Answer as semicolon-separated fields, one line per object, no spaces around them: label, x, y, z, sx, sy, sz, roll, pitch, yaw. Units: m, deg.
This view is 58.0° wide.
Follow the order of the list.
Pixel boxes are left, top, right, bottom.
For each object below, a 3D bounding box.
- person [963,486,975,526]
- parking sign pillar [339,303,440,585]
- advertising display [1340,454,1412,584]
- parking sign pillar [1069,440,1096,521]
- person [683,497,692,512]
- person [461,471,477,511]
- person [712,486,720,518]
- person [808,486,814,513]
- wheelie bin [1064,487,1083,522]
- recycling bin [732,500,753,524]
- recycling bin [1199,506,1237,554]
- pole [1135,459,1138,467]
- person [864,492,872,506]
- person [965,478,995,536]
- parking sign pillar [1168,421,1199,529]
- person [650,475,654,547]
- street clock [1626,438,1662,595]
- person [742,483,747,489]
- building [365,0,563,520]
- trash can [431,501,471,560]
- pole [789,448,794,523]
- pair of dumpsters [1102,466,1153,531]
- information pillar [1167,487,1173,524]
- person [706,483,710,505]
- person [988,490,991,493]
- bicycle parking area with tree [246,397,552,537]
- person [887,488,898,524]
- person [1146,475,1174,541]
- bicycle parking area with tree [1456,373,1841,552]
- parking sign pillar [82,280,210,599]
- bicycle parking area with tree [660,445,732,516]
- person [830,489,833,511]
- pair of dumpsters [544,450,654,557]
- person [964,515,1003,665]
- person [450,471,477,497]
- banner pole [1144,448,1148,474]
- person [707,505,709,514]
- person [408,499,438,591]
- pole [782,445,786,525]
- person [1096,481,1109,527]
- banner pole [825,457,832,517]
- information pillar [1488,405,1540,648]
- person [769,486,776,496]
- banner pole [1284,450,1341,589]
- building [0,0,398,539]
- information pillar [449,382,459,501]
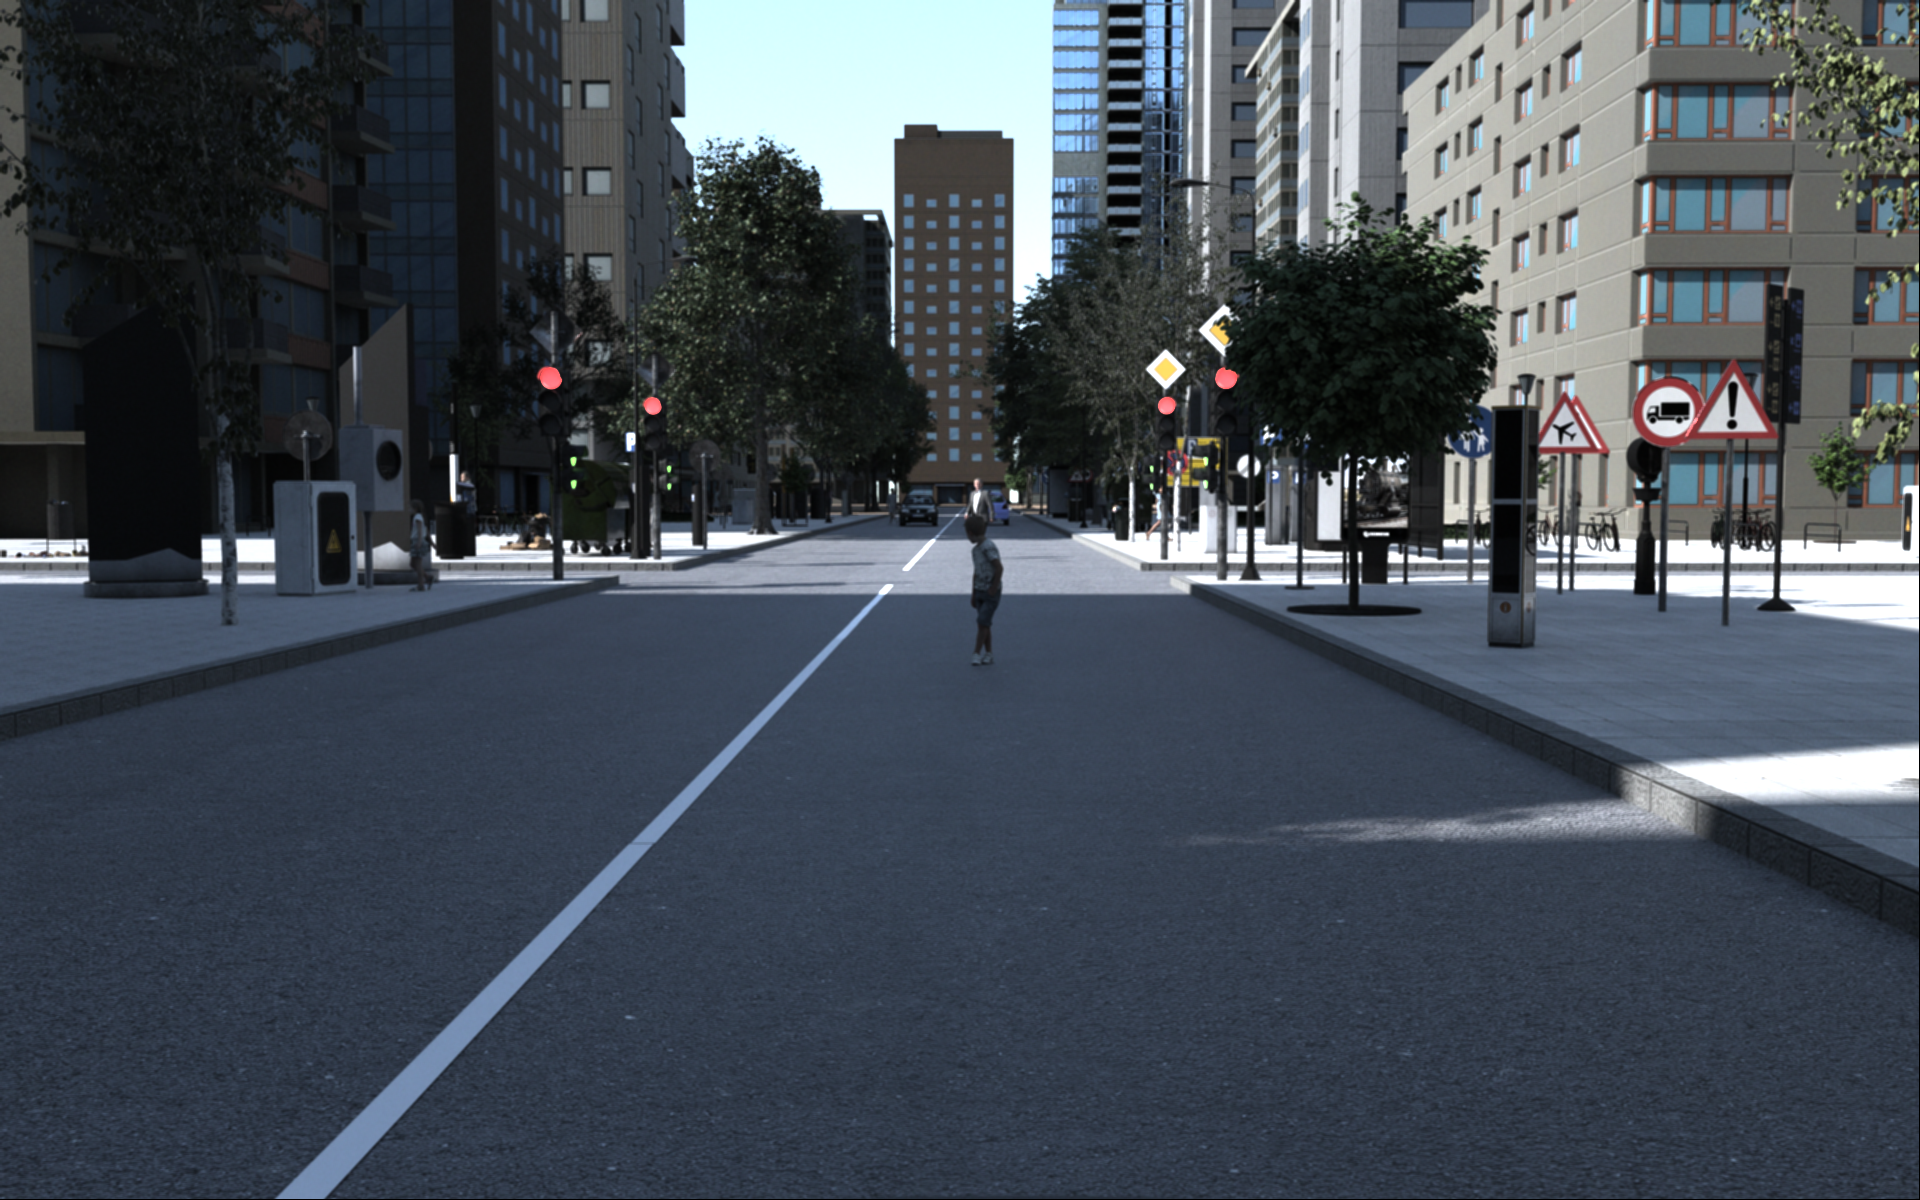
person;0.399;-4.217;77.726;0.573;1.790;0.520;0;4;0
parking sign pillar;-8.286;-2.231;24.952;1.447;3.967;1.447;2;4;25
advertising display;5.925;-1.192;24.695;0.974;1.923;0.123;1;4;17
parking sign pillar;6.029;-5.873;84.496;1.447;3.967;1.447;-1;4;-16
person;-13.753;-4.711;88.558;0.738;1.151;1.012;2;4;25
person;-11.569;-2.117;40.748;0.391;1.810;0.635;-1;4;-17
person;-13.123;-5.280;93.374;0.522;1.701;0.512;0;4;4
person;-8.055;-5.276;92.981;0.598;1.740;0.731;0;4;-3
wheelie bin;5.295;-4.435;80.422;0.980;1.594;0.693;0;4;-7
recycling bin;-9.240;-3.734;73.612;0.722;1.027;0.722;1;4;13
recycling bin;5.596;-1.529;37.549;0.722;1.027;0.722;0;4;0
pole;8.541;-5.517;84.040;0.158;3.312;0.155;0;3;0
person;-9.493;-10.606;180.000;0.990;1.755;0.434;-2;4;-32
person;0.407;-1.804;38.398;0.661;1.777;0.834;2;4;28
parking sign pillar;8.314;-4.626;64.104;1.447;3.967;1.447;1;4;15
person;-7.443;-2.140;41.588;0.519;1.759;0.362;2;4;27
street clock;8.750;-1.071;22.075;0.471;2.002;0.358;-1;4;-12
person;-10.626;-4.837;85.251;0.709;1.813;0.853;0;4;6
building;-29.270;-26.922;90.279;14.600;45.320;14.200;0;4;1
trash can;-10.011;-1.372;34.087;0.748;1.137;0.748;0;3;0
pole;-7.483;-5.084;76.970;0.158;3.312;0.155;0;3;0
pair of dumpsters;5.929;-3.555;60.615;1.574;2.255;4.437;0;4;0
information pillar;7.864;-3.739;65.631;0.304;2.012;0.304;2;4;30
person;-13.462;-5.233;91.386;0.659;1.850;0.755;1;4;15
person;2.356;-7.663;134.614;1.217;1.723;0.721;-2;4;-32
bicycle parking area with tree;-17.122;-4.029;52.883;8.231;4.147;9.016;-2;4;-29
person;-3.172;-4.451;82.023;0.760;1.731;0.466;3;5;39
person;5.455;-2.502;47.046;0.778;1.811;0.616;0;4;-2
bicycle parking area with tree;16.182;-3.336;41.541;8.231;4.147;9.016;1;4;16
parking sign pillar;-10.302;-2.040;21.834;1.447;3.967;1.447;-2;4;-24
bicycle parking area with tree;-15.909;-7.126;103.520;9.016;4.147;8.231;2;4;25
person;-7.614;-5.675;99.421;0.593;1.750;0.643;-1;4;-18
pair of dumpsters;-7.728;-2.126;37.248;1.574;2.255;4.437;0;4;1
person;0.201;-0.086;14.593;0.352;1.250;0.332;1;4;8
person;-13.220;-2.495;46.206;0.474;1.900;0.648;2;4;29
banner pole;9.988;-6.302;93.053;0.401;3.779;0.863;-1;4;-9
person;-14.272;-5.537;96.916;0.599;1.781;0.374;2;4;26
person;-7.080;-0.720;22.833;0.382;1.210;0.505;-1;4;-16
pole;-7.270;-4.748;71.472;0.158;3.312;0.155;0;3;0
person;5.665;-3.812;68.544;0.537;1.800;0.526;2;4;28
banner pole;-7.416;-6.557;97.217;0.401;3.779;0.863;2;4;24
information pillar;4.643;-0.614;14.524;0.304;2.012;0.304;3;4;39
person;-12.281;-6.485;112.050;1.348;1.826;0.705;1;4;21
banner pole;4.815;-2.046;23.466;0.863;3.779;0.401;-2;4;-24
building;-33.483;-24.846;60.859;22.147;44.769;28.867;0;4;1
information pillar;-10.599;-2.750;36.317;0.183;3.616;0.504;-2;4;-27
